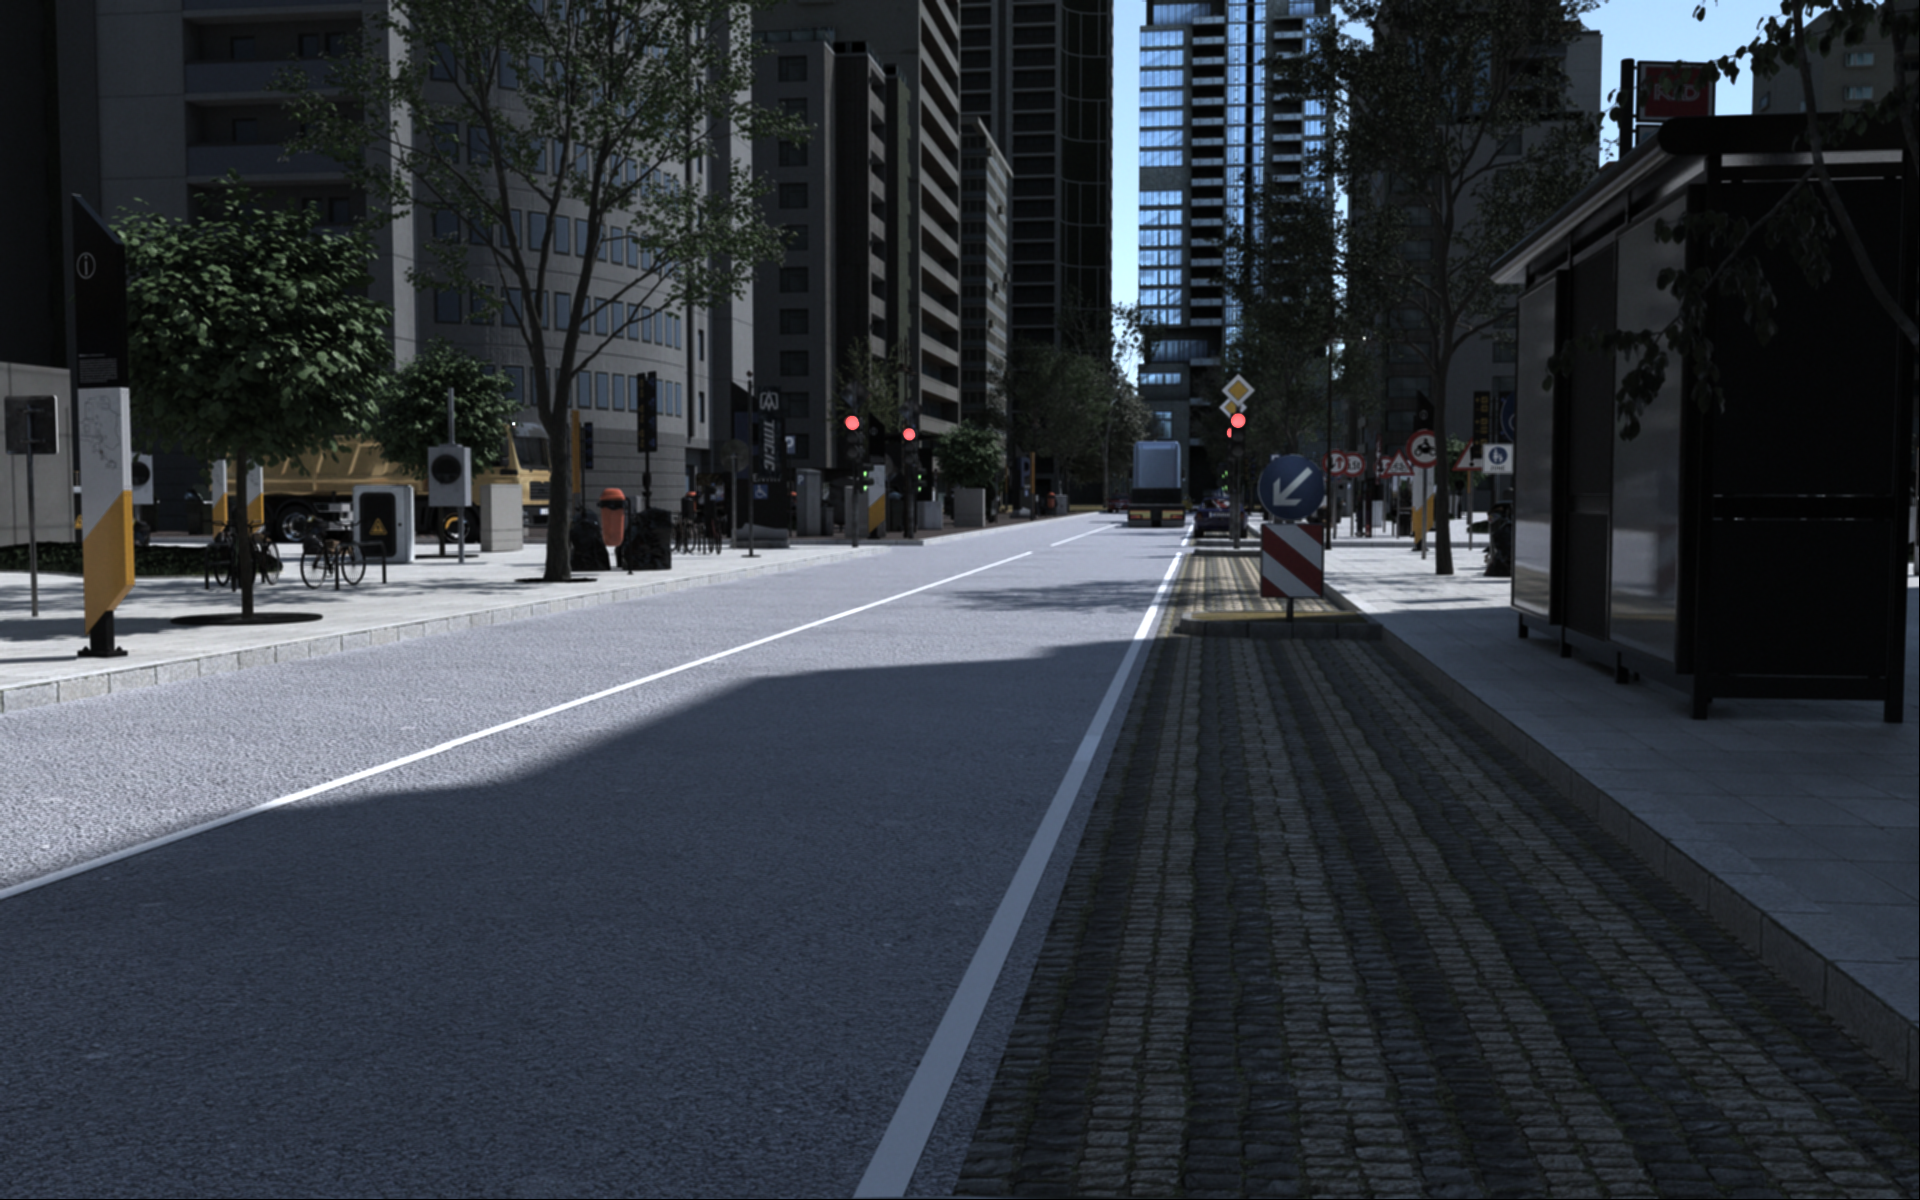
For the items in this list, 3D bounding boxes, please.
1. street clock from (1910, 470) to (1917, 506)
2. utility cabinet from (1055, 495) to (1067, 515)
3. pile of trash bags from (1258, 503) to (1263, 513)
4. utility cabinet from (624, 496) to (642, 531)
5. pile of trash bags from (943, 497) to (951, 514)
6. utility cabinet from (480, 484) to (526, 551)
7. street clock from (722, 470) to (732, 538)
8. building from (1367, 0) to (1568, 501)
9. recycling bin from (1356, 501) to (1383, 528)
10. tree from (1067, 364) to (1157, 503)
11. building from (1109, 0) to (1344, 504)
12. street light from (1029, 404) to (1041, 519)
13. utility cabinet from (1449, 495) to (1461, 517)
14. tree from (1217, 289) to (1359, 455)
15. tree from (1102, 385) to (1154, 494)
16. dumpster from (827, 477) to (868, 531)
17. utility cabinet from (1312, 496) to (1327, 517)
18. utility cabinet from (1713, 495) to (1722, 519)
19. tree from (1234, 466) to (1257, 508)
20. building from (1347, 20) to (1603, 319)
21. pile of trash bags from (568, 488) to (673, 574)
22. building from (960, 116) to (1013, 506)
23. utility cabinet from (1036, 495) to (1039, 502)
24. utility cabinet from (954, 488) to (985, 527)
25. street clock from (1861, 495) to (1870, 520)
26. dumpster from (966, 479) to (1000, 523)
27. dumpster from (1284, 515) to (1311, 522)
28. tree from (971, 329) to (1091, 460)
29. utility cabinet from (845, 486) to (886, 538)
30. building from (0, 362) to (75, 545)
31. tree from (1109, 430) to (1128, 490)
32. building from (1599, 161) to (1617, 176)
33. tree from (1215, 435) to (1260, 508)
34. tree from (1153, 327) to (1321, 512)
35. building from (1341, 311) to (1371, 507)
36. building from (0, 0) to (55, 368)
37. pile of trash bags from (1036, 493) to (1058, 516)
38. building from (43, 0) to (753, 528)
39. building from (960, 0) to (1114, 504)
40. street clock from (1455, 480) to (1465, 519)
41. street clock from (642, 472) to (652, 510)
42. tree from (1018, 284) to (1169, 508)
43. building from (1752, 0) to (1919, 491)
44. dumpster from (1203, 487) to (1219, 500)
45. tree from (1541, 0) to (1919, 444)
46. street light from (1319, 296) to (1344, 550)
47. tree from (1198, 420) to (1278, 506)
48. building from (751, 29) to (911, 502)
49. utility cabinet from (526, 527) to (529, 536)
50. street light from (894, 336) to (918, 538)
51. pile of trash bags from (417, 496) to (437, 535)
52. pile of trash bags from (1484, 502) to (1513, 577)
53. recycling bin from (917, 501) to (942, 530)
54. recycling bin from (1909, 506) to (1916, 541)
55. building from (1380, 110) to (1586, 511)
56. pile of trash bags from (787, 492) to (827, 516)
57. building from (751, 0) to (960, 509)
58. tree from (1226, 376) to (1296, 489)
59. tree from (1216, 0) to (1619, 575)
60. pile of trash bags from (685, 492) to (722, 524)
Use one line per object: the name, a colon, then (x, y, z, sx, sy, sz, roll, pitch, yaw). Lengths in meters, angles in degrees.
street clock: (29.135, -2.949, 52.794, 0.358, 2.002, 0.471, 0, 4, 4)
utility cabinet: (5.976, -5.739, 104.997, 1.020, 1.237, 0.306, 0, 4, -3)
pile of trash bags: (21.796, -6.634, 118.217, 1.912, 1.369, 3.447, -1, 4, -16)
utility cabinet: (-11.667, -3.040, 60.869, 1.020, 1.237, 0.306, 2, 4, 30)
pile of trash bags: (0.412, -6.057, 108.779, 1.912, 1.369, 3.447, -2, 4, -30)
utility cabinet: (-10.240, -1.834, 38.657, 0.318, 1.500, 1.173, 1, 4, 21)
street clock: (-6.693, -2.813, 50.558, 0.471, 2.002, 0.358, -3, 5, -41)
building: (42.830, -30.465, 148.219, 14.600, 45.320, 14.200, 0, 4, 8)
recycling bin: (15.774, -3.312, 66.713, 0.722, 1.027, 0.722, -2, 4, -32)
tree: (14.231, -16.032, 168.771, 9.857, 13.997, 8.962, 0, 3, 0)
building: (35.196, -55.799, 224.982, 31.000, 86.520, 22.319, 0, 4, 8)
street light: (3.860, -7.113, 89.087, 0.468, 5.910, 1.993, 0, 4, 8)
utility cabinet: (27.852, -5.279, 97.479, 0.306, 1.237, 1.020, 0, 4, -8)
tree: (16.434, -9.827, 86.420, 9.928, 11.665, 9.643, 0, 3, 0)
tree: (19.041, -17.413, 195.077, 12.009, 13.543, 11.850, 0, 3, 0)
dumpster: (-3.773, -3.254, 58.965, 1.264, 1.857, 1.865, 0, 4, 8)
utility cabinet: (16.785, -4.255, 80.733, 0.306, 1.237, 1.020, 3, 5, 42)
utility cabinet: (38.668, -4.729, 88.473, 1.020, 1.237, 0.306, 3, 4, 36)
tree: (26.109, -10.886, 161.707, 4.285, 4.588, 4.351, 0, 3, 0)
building: (64.415, -41.531, 221.031, 28.212, 58.520, 21.231, 0, 4, 8)
pile of trash bags: (-5.774, -1.179, 29.034, 1.912, 1.369, 3.447, -1, 4, -11)
building: (-7.501, -29.602, 175.876, 23.993, 40.220, 32.217, 0, 4, 8)
utility cabinet: (4.663, -6.200, 112.535, 0.306, 1.237, 1.020, 3, 5, 42)
utility cabinet: (0.369, -3.554, 66.787, 1.173, 1.500, 0.318, 1, 4, 16)
street clock: (29.197, -3.137, 55.864, 0.358, 2.002, 0.471, 0, 4, 0)
dumpster: (0.950, -4.576, 77.312, 1.502, 2.255, 1.985, 1, 4, 8)
dumpster: (15.240, -4.413, 77.917, 1.264, 1.857, 1.865, 1, 4, 8)
tree: (3.870, -10.051, 98.754, 7.601, 10.594, 8.767, -3, 4, -36)
utility cabinet: (-2.749, -2.555, 50.453, 1.173, 1.500, 0.318, -2, 4, -24)
building: (-29.082, -35.787, 23.366, 20.611, 71.187, 20.563, 0, 4, 8)
tree: (16.094, -13.949, 178.430, 4.360, 8.622, 3.978, 0, 3, 0)
building: (93.255, -34.495, 218.620, 28.867, 44.769, 22.147, 0, 4, 8)
tree: (22.990, -11.680, 141.335, 4.737, 8.622, 4.395, 0, 3, 0)
tree: (21.175, -13.168, 125.663, 12.009, 13.543, 11.850, 0, 3, 0)
building: (52.532, -19.832, 169.292, 27.650, 21.520, 28.899, 0, 4, 8)
building: (-44.153, -18.318, 71.205, 14.107, 30.474, 14.160, 0, 4, 8)
pile of trash bags: (4.903, -5.678, 102.590, 1.912, 1.369, 3.447, -1, 4, -18)
building: (-23.101, -32.679, 76.308, 21.231, 58.520, 28.212, 0, 4, 8)
building: (9.286, -48.326, 228.380, 20.611, 71.187, 20.563, 0, 4, 8)
street clock: (25.567, -5.142, 88.636, 0.471, 2.002, 0.358, 1, 4, 10)
street clock: (-10.336, -3.218, 57.188, 0.358, 2.002, 0.471, 0, 4, -3)
tree: (12.079, -18.386, 156.504, 12.611, 20.169, 13.585, 0, 3, 0)
building: (90.244, -33.223, 166.895, 21.600, 48.544, 21.300, 0, 4, 8)
dumpster: (28.700, -11.789, 197.698, 1.985, 2.255, 1.502, 1, 4, 9)
tree: (4.150, -3.477, 7.208, 4.360, 8.622, 3.978, 0, 3, 0)
street light: (8.479, -4.094, 39.724, 0.468, 5.910, 1.993, 0, 4, 8)
tree: (30.431, -16.451, 185.980, 9.611, 12.733, 9.660, 0, 3, 0)
building: (-11.279, -20.821, 112.118, 14.160, 30.474, 14.107, 0, 4, 8)
utility cabinet: (-13.525, -2.644, 51.906, 1.173, 1.500, 0.318, 1, 4, 18)
street light: (-1.576, -4.761, 50.636, 0.468, 5.910, 1.993, 0, 4, 8)
pile of trash bags: (-16.768, -2.785, 55.288, 3.447, 1.369, 1.912, 2, 4, 28)
pile of trash bags: (9.069, -1.047, 26.864, 1.912, 1.369, 3.447, 2, 4, 25)
recycling bin: (-1.086, -3.030, 62.103, 0.722, 1.027, 0.722, -2, 4, -23)
recycling bin: (19.977, -1.418, 35.745, 0.722, 1.027, 0.722, -2, 4, -30)
building: (39.860, -22.204, 134.741, 14.160, 30.474, 14.107, 0, 4, 8)
pile of trash bags: (-6.936, -4.023, 75.536, 1.912, 1.369, 3.447, -1, 4, -23)
building: (-12.016, -31.411, 137.264, 21.300, 48.544, 21.600, 0, 4, 8)
tree: (16.826, -8.800, 94.243, 4.360, 8.622, 3.978, 0, 3, 0)
tree: (7.378, -5.680, 27.280, 7.601, 10.594, 8.767, 0, 4, -3)
pile of trash bags: (-10.843, -4.037, 75.758, 1.912, 1.369, 3.447, 2, 4, 29)
